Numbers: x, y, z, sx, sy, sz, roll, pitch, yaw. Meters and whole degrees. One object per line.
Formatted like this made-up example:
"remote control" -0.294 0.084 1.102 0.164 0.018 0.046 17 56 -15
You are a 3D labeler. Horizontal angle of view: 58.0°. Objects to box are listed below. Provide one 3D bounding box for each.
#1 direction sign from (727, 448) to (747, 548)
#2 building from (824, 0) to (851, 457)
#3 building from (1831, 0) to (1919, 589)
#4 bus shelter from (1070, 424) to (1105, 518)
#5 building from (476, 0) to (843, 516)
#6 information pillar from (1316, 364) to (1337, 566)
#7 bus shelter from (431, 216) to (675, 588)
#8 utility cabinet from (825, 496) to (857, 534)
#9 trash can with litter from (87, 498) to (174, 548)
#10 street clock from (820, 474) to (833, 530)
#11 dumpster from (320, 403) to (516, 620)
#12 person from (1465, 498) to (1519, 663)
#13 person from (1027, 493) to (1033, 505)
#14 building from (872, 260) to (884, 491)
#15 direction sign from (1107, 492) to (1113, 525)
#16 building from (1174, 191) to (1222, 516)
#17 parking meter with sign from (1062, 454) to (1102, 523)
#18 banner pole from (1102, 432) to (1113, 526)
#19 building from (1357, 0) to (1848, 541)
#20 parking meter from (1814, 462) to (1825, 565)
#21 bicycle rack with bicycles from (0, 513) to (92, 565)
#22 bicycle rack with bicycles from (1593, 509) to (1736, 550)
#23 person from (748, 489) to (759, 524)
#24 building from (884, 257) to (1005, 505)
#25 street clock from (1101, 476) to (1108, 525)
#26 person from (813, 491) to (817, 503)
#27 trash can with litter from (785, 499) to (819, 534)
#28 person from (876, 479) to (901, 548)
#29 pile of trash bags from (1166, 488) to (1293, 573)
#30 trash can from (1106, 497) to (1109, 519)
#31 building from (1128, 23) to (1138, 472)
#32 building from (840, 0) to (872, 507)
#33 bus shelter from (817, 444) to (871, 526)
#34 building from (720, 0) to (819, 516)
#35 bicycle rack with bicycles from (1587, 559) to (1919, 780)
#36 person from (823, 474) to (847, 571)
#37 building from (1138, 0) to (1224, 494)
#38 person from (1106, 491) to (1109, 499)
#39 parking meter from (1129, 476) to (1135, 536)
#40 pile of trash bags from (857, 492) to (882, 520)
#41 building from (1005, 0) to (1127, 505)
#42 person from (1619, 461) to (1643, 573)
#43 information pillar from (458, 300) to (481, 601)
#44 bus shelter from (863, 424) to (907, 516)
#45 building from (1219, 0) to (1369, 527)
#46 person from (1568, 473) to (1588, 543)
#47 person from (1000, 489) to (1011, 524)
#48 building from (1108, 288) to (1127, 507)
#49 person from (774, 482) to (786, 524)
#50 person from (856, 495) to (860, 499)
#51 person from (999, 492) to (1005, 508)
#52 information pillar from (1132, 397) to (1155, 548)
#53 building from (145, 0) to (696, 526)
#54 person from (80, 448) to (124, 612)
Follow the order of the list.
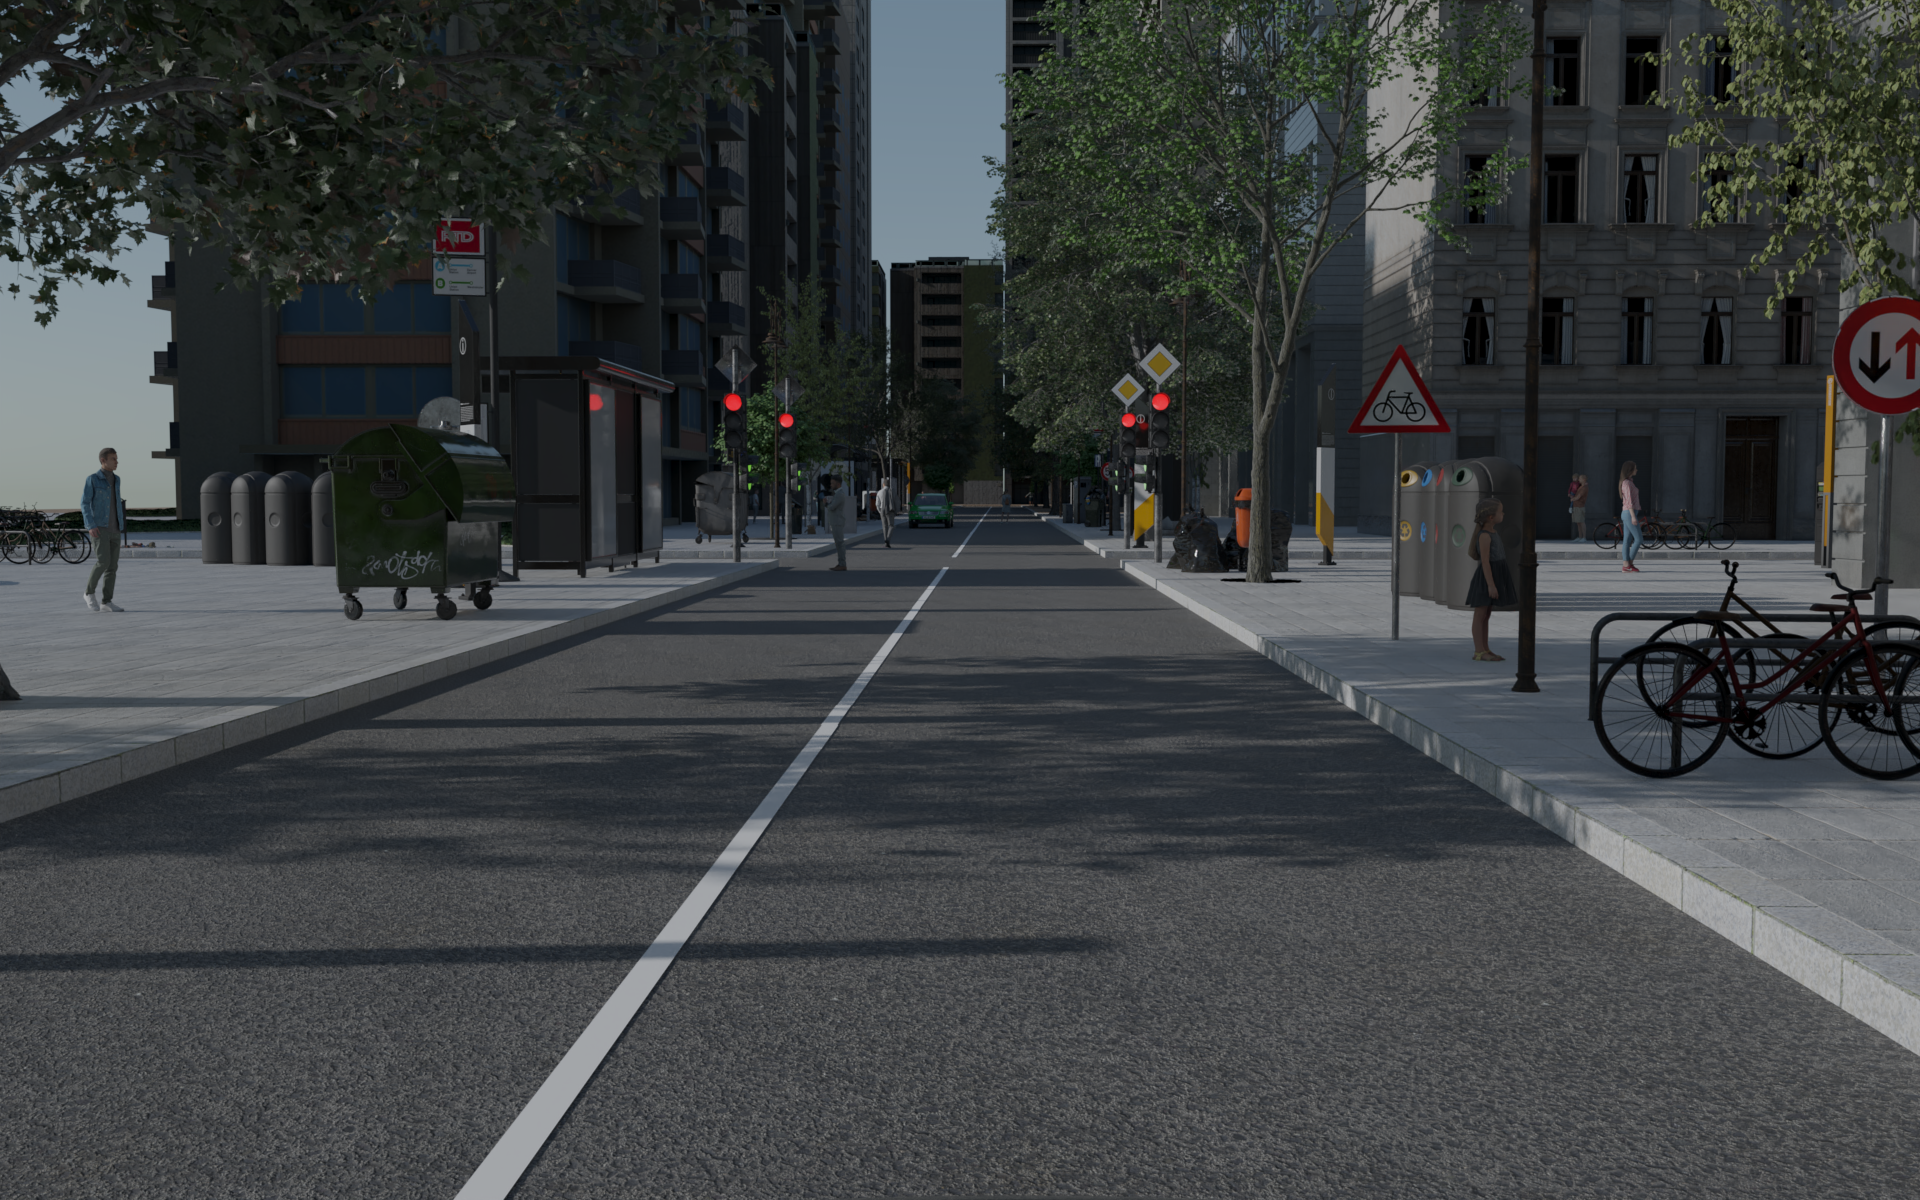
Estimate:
"direction sign" -5.350 -3.034 41.606 0.379 3.537 0.876 2 4 24
"building" -17.046 -30.651 151.256 14.600 45.320 14.200 0 4 1
"building" 17.262 -14.134 8.584 11.434 29.767 29.804 0 4 1
"bus shelter" 6.960 -7.150 94.528 2.179 5.291 8.768 0 4 1
"building" -20.548 -29.066 129.855 22.147 44.769 28.867 0 4 1
"information pillar" 6.561 -2.427 31.029 0.183 3.616 0.504 3 5 43
"bus shelter" -6.480 -3.067 27.777 2.179 5.291 8.768 0 4 1
"utility cabinet" -3.873 -2.756 56.223 1.020 1.237 0.306 -2 4 -28
"trash can with litter" -19.878 -1.850 41.311 2.233 1.210 1.678 1 4 16
"street clock" -4.667 -3.456 61.081 0.471 2.002 0.358 -3 5 -39
"dumpster" -5.707 -0.968 18.325 1.502 2.255 1.985 0 4 1
"person" 4.085 -0.158 13.290 0.373 1.253 0.362 2 4 35
"person" 7.841 -11.261 190.953 1.217 1.735 0.721 0 4 -7
"building" -16.372 -27.086 214.556 14.107 30.474 14.160 0 4 1
"direction sign" 6.375 -4.939 72.749 0.379 3.537 0.876 0 4 6
"building" 19.115 -15.404 106.605 10.420 20.320 16.860 0 4 1
"parking meter with sign" 5.353 -4.876 75.978 1.738 3.016 0.543 -2 4 -25
"banner pole" 5.924 -4.838 69.111 0.863 3.779 0.401 0 4 -6
"building" 21.909 -12.382 51.596 18.267 20.994 9.793 0 4 1
"parking meter" 15.566 -1.556 31.146 0.255 1.863 0.399 3 5 41
"bicycle rack with bicycles" -17.249 -1.148 32.149 2.925 0.926 2.852 1 4 18
"bicycle rack with bicycles" 16.543 -1.652 40.400 2.925 0.926 2.852 2 4 33
"person" -8.745 -3.993 73.929 0.503 1.515 0.523 2 4 33
"building" -1.498 -27.039 213.783 14.107 30.474 14.160 0 4 1
"street clock" 5.897 -4.060 70.956 0.358 2.002 0.471 0 4 6
"person" -7.752 -5.448 95.471 0.623 1.781 0.721 -3 4 -37
"trash can with litter" -5.028 -2.681 55.228 1.055 1.170 0.624 -1 4 -9
"person" -1.911 -2.311 46.389 0.679 1.850 0.850 1 4 8
"pile of trash bags" 4.520 -1.145 28.472 1.912 1.369 3.447 0 4 -1
"trash can" 7.353 -4.642 87.550 0.748 1.137 0.748 0 3 0
"building" 25.441 -37.417 153.767 21.231 58.520 28.212 0 4 1
"building" -19.743 -44.961 173.360 20.611 71.187 20.563 0 4 1
"bus shelter" -4.941 -4.806 72.499 2.014 3.302 5.546 0 4 2
"building" -16.138 -20.276 103.220 14.160 30.474 14.107 0 4 1
"bicycle rack with bicycles" 4.470 0.290 8.637 2.925 0.926 2.852 1 4 9
"person" -2.357 -1.456 32.485 0.466 1.800 0.511 -1 4 -21
"building" 24.672 -30.919 129.223 21.300 48.544 21.600 0 4 1
"person" 10.861 -7.233 125.241 0.436 1.711 0.756 3 5 44
"parking meter" 5.372 -2.910 53.285 0.399 1.863 0.255 -2 4 -34
"pile of trash bags" -4.600 -4.684 86.336 1.912 1.369 3.447 -1 4 -16
"building" 15.938 -47.547 215.643 20.611 71.187 20.563 0 4 1
"person" 10.951 -1.358 28.262 0.388 1.821 0.555 0 4 5
"information pillar" -5.884 -1.802 20.820 0.183 3.616 0.504 -3 4 -36
"bus shelter" -4.433 -7.645 102.627 2.179 5.291 8.768 0 4 1
"building" 19.623 -18.623 81.978 11.434 29.767 29.804 0 4 1
"person" 16.455 -2.447 46.033 0.573 1.828 0.580 -3 5 -43
"person" 2.227 -4.529 83.550 0.512 1.701 0.522 -1 4 -15
"building" 22.046 -24.730 176.032 14.160 30.474 14.107 0 4 1
"person" -7.653 -4.156 73.806 0.655 1.846 0.447 0 4 -1
"person" -8.143 -7.564 130.439 1.217 1.743 0.721 1 4 20
"person" 4.559 -10.407 179.366 1.217 1.735 0.721 -1 4 -20
"information pillar" 4.361 -3.037 41.014 0.504 3.616 0.183 2 4 25
"building" -21.157 -25.617 73.461 22.147 44.769 28.867 0 4 1
"person" -9.317 -0.761 18.834 0.444 1.785 0.601 1 4 23
